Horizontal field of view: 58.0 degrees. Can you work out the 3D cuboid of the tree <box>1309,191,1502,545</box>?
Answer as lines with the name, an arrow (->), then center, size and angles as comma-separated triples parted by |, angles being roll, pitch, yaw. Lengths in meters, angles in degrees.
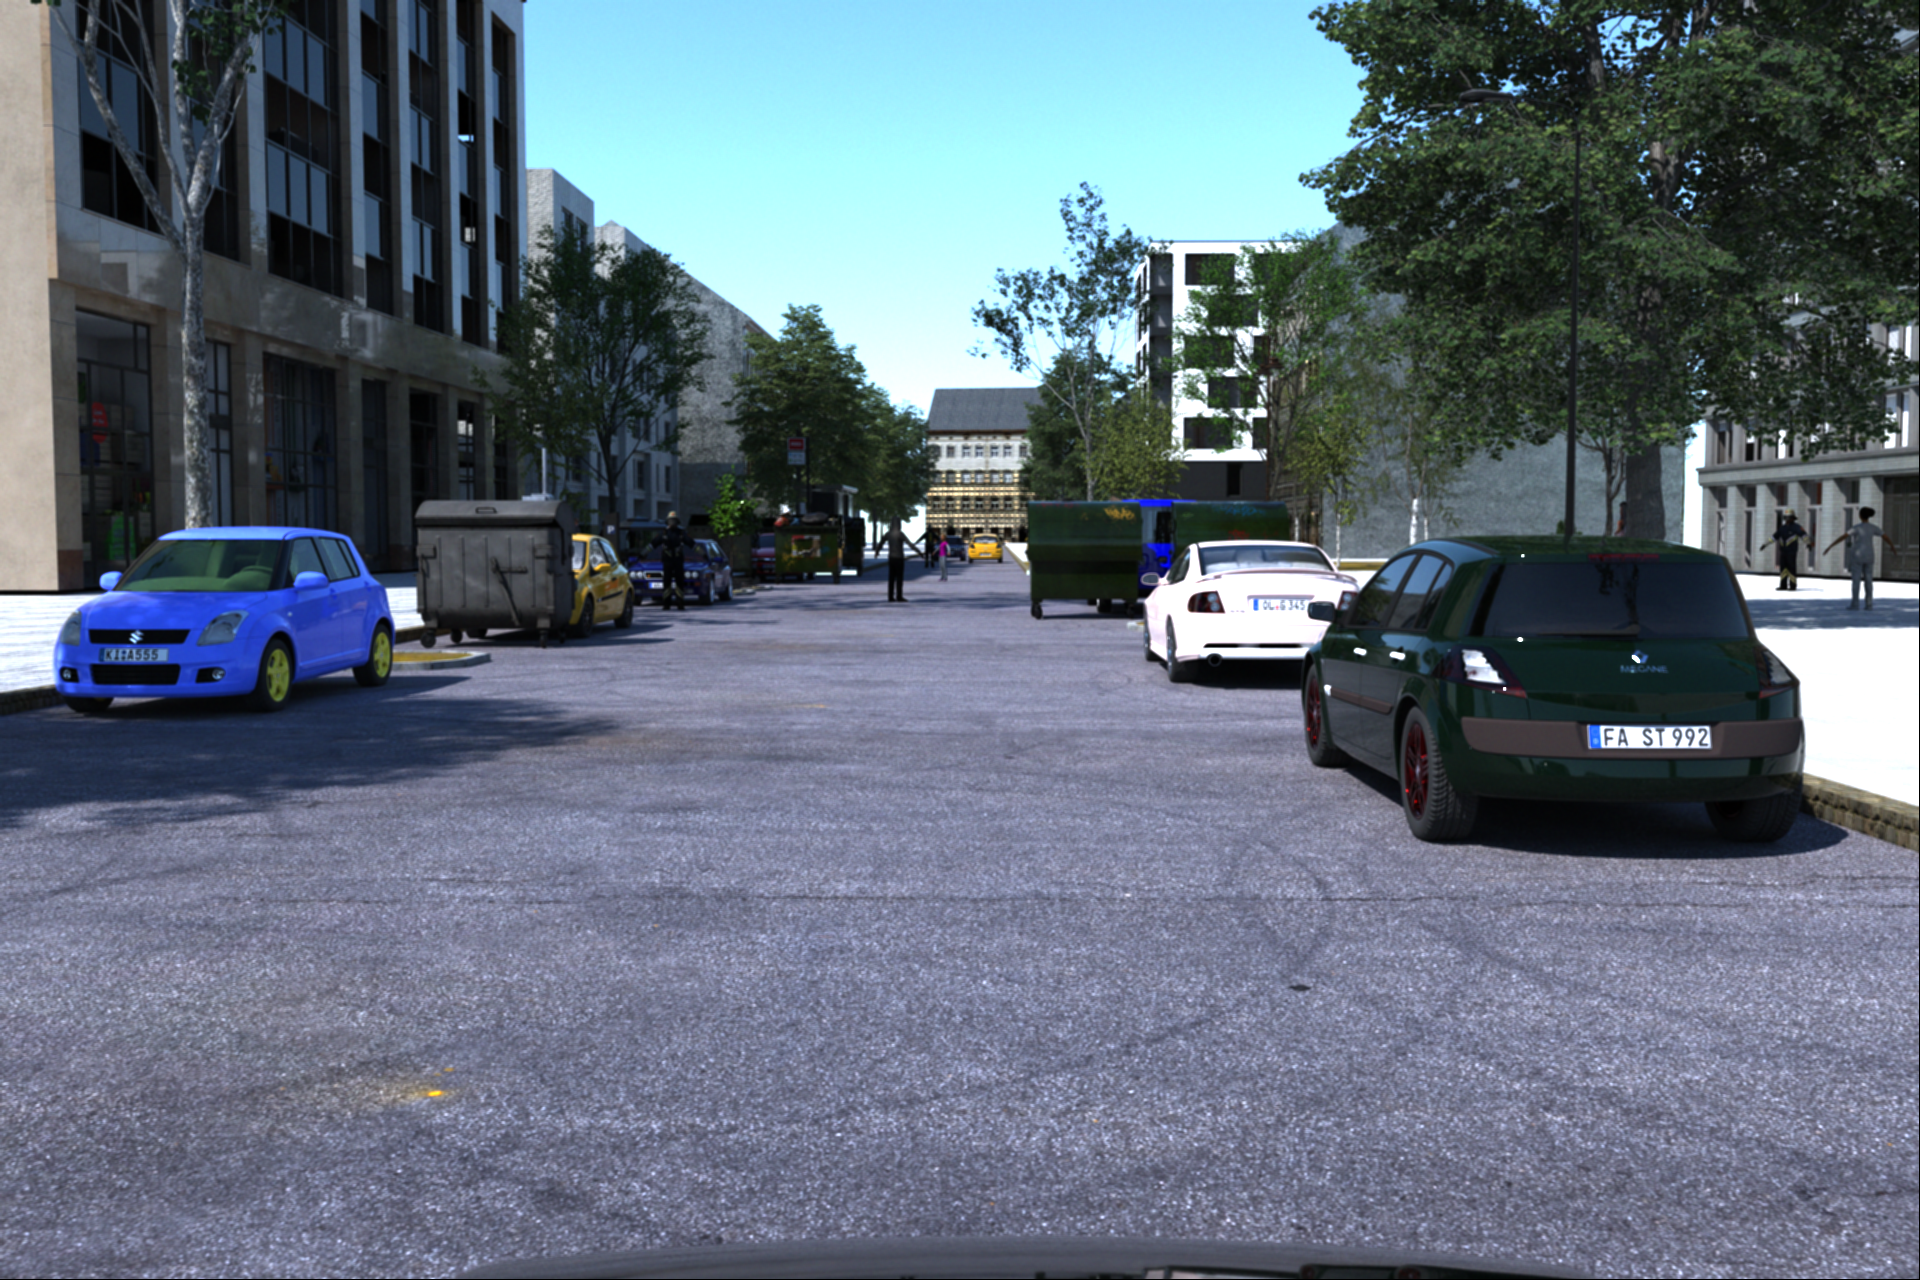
tree -> 9.432, -5.217, 35.662 | 4.360, 8.622, 3.978 | 0, 3, 0

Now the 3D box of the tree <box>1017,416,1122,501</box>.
tree -> 8.316, -11.704, 125.778 | 8.767, 10.594, 7.601 | 0, 4, 0

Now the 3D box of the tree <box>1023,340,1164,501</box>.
tree -> 8.580, -12.624, 113.062 | 9.857, 13.997, 8.962 | 0, 3, 0

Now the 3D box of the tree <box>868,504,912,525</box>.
tree -> -10.220, -19.645, 255.607 | 7.601, 10.594, 8.767 | 0, 4, -1

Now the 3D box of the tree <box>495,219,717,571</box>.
tree -> -11.811, -8.100, 58.183 | 9.928, 11.665, 9.643 | 0, 3, 0

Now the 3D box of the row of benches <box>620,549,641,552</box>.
row of benches -> -14.167, -3.553, 73.560 | 4.104, 0.672, 1.422 | 1, 4, 14

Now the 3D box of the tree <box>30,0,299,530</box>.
tree -> -13.061, -10.387, 25.710 | 12.611, 20.169, 13.585 | 0, 3, 0

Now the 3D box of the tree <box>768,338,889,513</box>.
tree -> -7.721, -11.111, 99.789 | 7.486, 12.596, 7.792 | 0, 3, 0

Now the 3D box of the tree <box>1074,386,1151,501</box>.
tree -> 7.746, -8.264, 85.485 | 4.737, 8.622, 4.395 | 0, 3, 0

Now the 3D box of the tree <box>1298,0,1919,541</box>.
tree -> 9.279, -7.139, 23.384 | 9.857, 13.997, 8.962 | 0, 3, 0

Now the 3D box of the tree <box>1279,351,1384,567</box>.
tree -> 14.479, -7.127, 66.889 | 4.737, 8.622, 4.395 | 0, 3, 0

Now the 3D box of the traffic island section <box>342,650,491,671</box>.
traffic island section -> -6.292, 0.233, 19.054 | 1.991, 0.108, 1.994 | 0, 4, 1

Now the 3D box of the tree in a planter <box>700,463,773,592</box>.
tree in a planter -> -5.795, -2.854, 43.884 | 1.991, 3.239, 1.994 | 0, 4, 1

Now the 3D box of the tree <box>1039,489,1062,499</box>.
tree -> 8.502, -13.048, 163.695 | 4.360, 8.622, 3.978 | 0, 3, 0

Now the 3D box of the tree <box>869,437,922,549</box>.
tree -> -7.005, -13.258, 151.186 | 8.767, 10.594, 7.601 | 1, 4, 16

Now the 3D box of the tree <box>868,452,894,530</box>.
tree -> -6.971, -11.790, 143.120 | 4.737, 8.622, 4.395 | 0, 3, 0

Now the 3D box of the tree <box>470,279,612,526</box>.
tree -> -11.897, -6.080, 49.765 | 4.737, 8.622, 4.395 | 0, 3, 0

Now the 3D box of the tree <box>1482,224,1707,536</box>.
tree -> 24.658, -9.470, 65.201 | 12.009, 13.543, 11.850 | 0, 3, 0

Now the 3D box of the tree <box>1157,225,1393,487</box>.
tree -> 10.552, -8.092, 58.054 | 9.928, 11.665, 9.643 | 0, 3, 0

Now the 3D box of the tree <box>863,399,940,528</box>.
tree -> -6.497, -15.807, 165.102 | 9.857, 13.997, 8.962 | 0, 3, 0

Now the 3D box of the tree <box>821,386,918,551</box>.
tree -> -6.969, -13.142, 132.991 | 7.486, 12.596, 7.792 | 0, 3, 0

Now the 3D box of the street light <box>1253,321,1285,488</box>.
street light -> 6.705, -3.970, 37.698 | 0.468, 5.910, 1.993 | 0, 4, 1

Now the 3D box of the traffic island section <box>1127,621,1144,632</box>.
traffic island section -> 3.530, -0.197, 26.080 | 1.991, 0.108, 1.994 | 0, 4, 2

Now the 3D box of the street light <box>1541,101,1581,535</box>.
street light -> 7.000, -2.794, 18.229 | 1.470, 5.913, 1.316 | 0, 4, 1

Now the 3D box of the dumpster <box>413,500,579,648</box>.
dumpster -> -5.920, -0.852, 22.150 | 1.865, 1.857, 1.264 | 0, 4, 1

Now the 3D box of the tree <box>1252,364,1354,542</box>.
tree -> 14.468, -7.645, 75.364 | 4.360, 8.622, 3.978 | 0, 3, 0

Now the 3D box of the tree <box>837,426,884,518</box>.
tree -> -7.138, -10.041, 114.540 | 4.737, 8.622, 4.395 | 0, 3, 0

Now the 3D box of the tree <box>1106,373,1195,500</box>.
tree -> 8.838, -7.846, 78.649 | 4.737, 8.622, 4.395 | 0, 3, 0

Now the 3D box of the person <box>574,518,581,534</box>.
person -> -11.434, -2.732, 51.265 | 0.434, 1.755, 0.990 | 0, 4, -5

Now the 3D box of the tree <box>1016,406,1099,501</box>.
tree -> 8.261, -12.839, 135.674 | 9.928, 11.665, 9.643 | 0, 3, 0

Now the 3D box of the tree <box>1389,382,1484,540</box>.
tree -> 20.915, -7.798, 77.867 | 4.360, 8.622, 3.978 | 0, 3, 0

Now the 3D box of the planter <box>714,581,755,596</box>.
planter -> -5.882, -1.204, 40.827 | 1.991, 0.319, 1.994 | 0, 4, 1

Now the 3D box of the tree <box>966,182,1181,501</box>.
tree -> 6.364, -14.695, 96.159 | 12.611, 20.169, 13.585 | 0, 3, 0

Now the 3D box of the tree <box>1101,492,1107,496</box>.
tree -> 20.472, -19.762, 257.515 | 7.601, 10.594, 8.767 | 0, 4, 8

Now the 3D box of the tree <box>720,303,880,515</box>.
tree -> -7.846, -10.209, 85.052 | 7.486, 12.596, 7.792 | 0, 3, 0

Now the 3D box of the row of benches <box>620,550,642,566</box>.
row of benches -> -14.368, -3.371, 70.580 | 4.104, 0.672, 1.422 | 3, 5, 41

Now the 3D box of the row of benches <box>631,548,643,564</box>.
row of benches -> -14.294, -3.749, 76.766 | 1.422, 0.672, 4.104 | -1, 4, -11

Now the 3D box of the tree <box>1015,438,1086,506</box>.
tree -> 8.299, -13.491, 154.987 | 7.601, 10.594, 8.767 | -2, 4, -27
